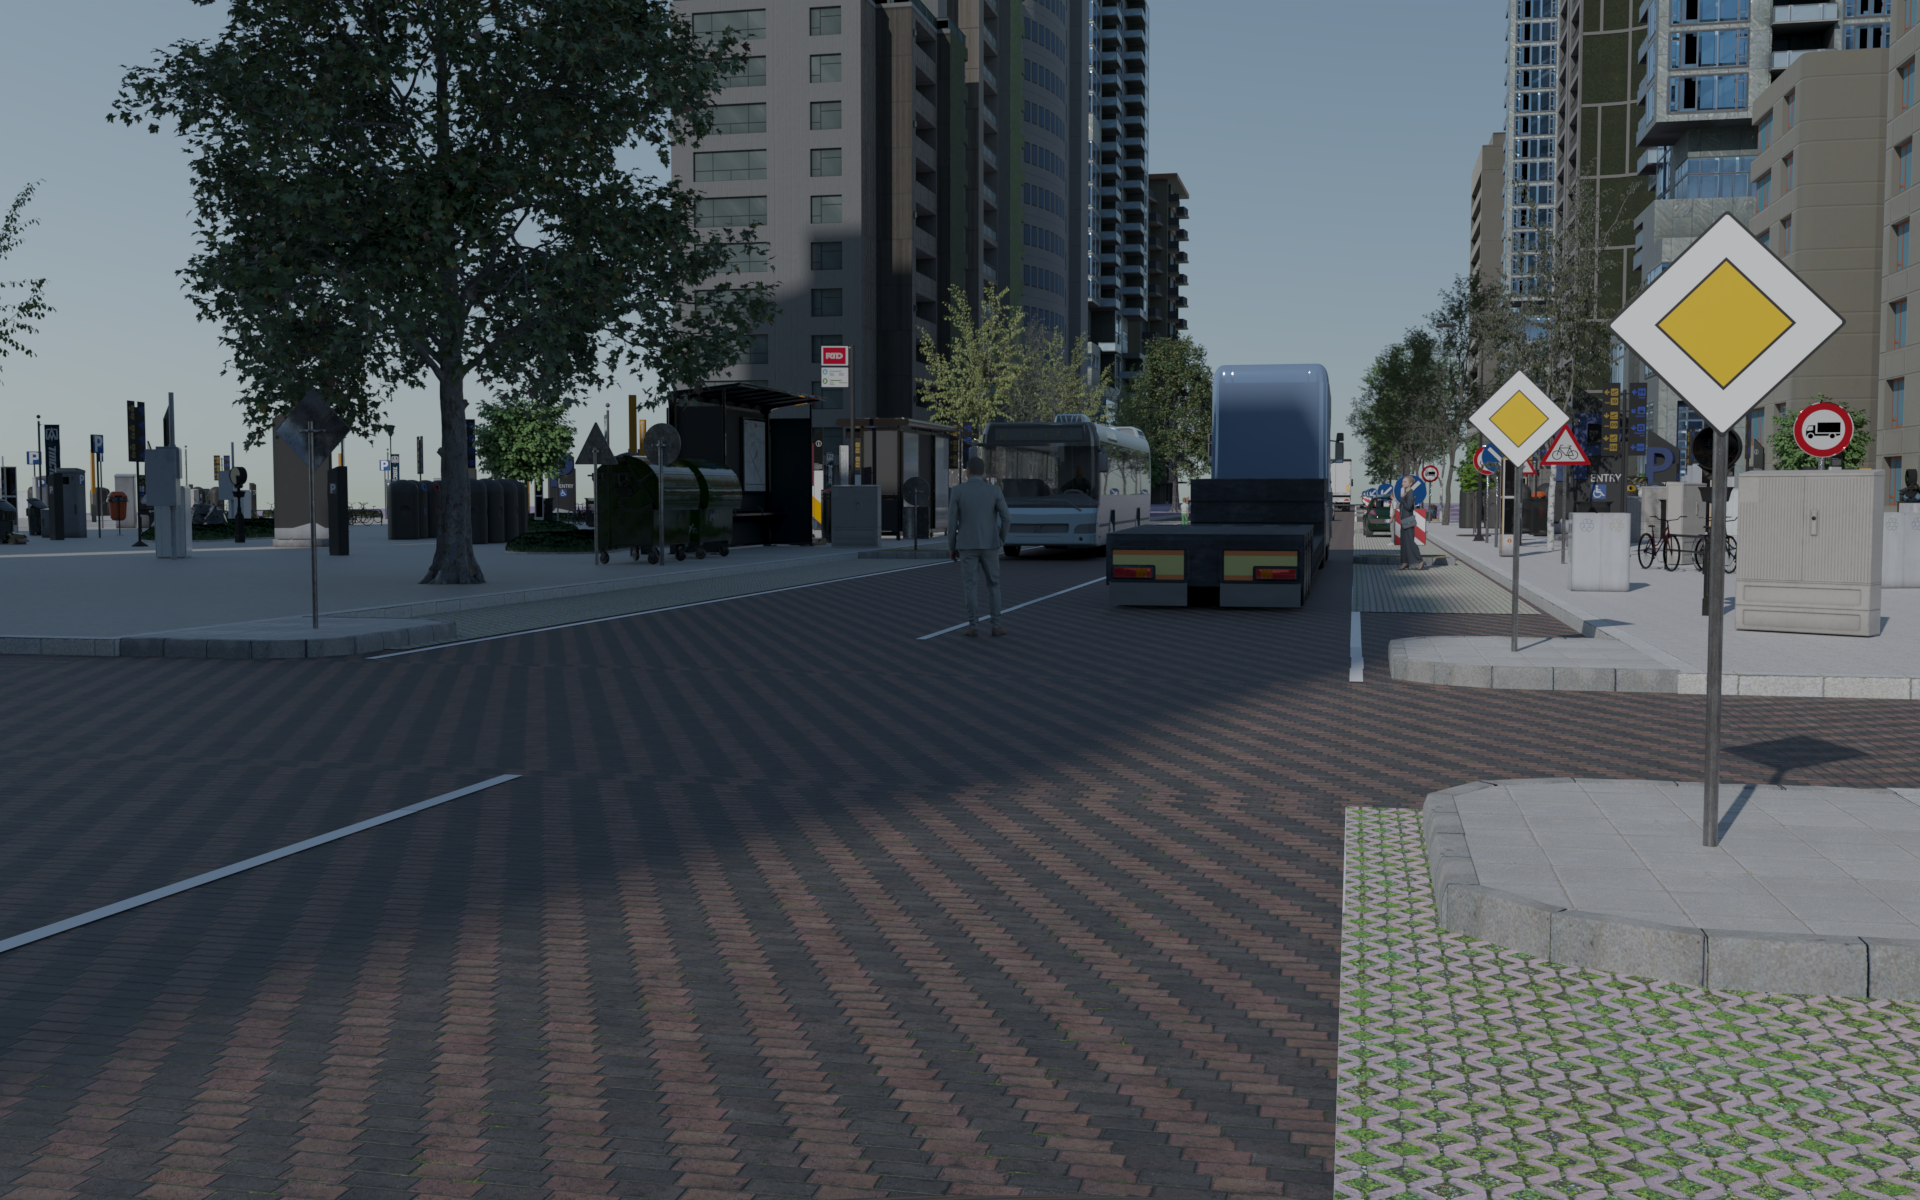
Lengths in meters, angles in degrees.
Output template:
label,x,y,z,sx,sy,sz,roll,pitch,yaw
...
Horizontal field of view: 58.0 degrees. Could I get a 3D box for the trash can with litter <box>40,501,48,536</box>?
label,x,y,z,sx,sy,sz,roll,pitch,yaw
trash can with litter,-28.095,-2.552,53.115,1.055,1.170,0.624,1,4,20

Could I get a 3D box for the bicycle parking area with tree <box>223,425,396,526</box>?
label,x,y,z,sx,sy,sz,roll,pitch,yaw
bicycle parking area with tree,-25.909,-5.267,73.112,9.016,4.147,8.231,-3,5,-45

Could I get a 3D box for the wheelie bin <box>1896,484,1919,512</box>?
label,x,y,z,sx,sy,sz,roll,pitch,yaw
wheelie bin,27.821,-2.613,50.629,0.693,1.594,0.980,0,4,3

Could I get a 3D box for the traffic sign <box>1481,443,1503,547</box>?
label,x,y,z,sx,sy,sz,roll,pitch,yaw
traffic sign,12.902,-2.538,41.600,0.768,2.556,0.104,1,4,20

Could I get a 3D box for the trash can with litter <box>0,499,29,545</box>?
label,x,y,z,sx,sy,sz,roll,pitch,yaw
trash can with litter,-24.227,-2.008,44.221,1.055,1.170,0.624,1,4,22

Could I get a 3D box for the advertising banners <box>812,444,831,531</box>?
label,x,y,z,sx,sy,sz,roll,pitch,yaw
advertising banners,-4.516,-3.868,59.437,2.074,3.025,0.090,1,4,15

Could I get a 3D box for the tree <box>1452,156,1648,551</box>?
label,x,y,z,sx,sy,sz,roll,pitch,yaw
tree,13.277,-5.406,38.743,4.360,8.622,3.978,0,3,0

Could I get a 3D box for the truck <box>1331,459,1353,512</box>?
label,x,y,z,sx,sy,sz,roll,pitch,yaw
truck,31.137,-9.453,143.466,2.839,4.237,11.283,1,4,12

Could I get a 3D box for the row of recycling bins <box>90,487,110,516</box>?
label,x,y,z,sx,sy,sz,roll,pitch,yaw
row of recycling bins,-50.981,-5.844,102.656,1.069,1.692,3.534,-1,4,-22

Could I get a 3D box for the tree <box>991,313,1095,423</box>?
label,x,y,z,sx,sy,sz,roll,pitch,yaw
tree,3.048,-7.329,70.199,4.360,8.622,3.978,0,3,0

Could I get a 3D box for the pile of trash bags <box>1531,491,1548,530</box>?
label,x,y,z,sx,sy,sz,roll,pitch,yaw
pile of trash bags,21.111,-3.143,61.143,1.912,1.369,3.447,3,5,44

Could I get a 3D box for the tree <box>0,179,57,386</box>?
label,x,y,z,sx,sy,sz,roll,pitch,yaw
tree,-18.670,-4.922,30.833,4.737,8.622,4.395,0,3,0

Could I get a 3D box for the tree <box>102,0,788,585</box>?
label,x,y,z,sx,sy,sz,roll,pitch,yaw
tree,-7.309,-6.591,24.772,9.611,12.733,9.660,0,3,0

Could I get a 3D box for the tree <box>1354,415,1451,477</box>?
label,x,y,z,sx,sy,sz,roll,pitch,yaw
tree,44.357,-16.058,172.925,12.009,13.543,11.850,0,3,0

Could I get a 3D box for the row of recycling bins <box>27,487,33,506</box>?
label,x,y,z,sx,sy,sz,roll,pitch,yaw
row of recycling bins,-42.617,-4.520,81.008,1.069,1.692,3.534,0,4,-6

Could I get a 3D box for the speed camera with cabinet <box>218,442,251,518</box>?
label,x,y,z,sx,sy,sz,roll,pitch,yaw
speed camera with cabinet,-27.881,-4.417,66.551,0.660,3.252,2.038,0,4,-5

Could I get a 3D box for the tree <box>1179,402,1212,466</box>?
label,x,y,z,sx,sy,sz,roll,pitch,yaw
tree,24.064,-14.532,163.361,9.928,11.665,9.643,0,3,0

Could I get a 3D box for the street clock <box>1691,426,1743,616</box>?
label,x,y,z,sx,sy,sz,roll,pitch,yaw
street clock,7.944,-0.835,18.222,0.471,2.002,0.358,2,4,31

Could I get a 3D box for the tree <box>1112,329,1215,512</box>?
label,x,y,z,sx,sy,sz,roll,pitch,yaw
tree,15.029,-12.485,121.137,9.611,12.733,9.660,0,3,0

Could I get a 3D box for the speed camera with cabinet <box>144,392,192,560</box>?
label,x,y,z,sx,sy,sz,roll,pitch,yaw
speed camera with cabinet,-15.691,-2.445,34.310,0.660,3.252,2.038,-1,4,-17

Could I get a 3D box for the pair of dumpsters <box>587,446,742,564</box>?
label,x,y,z,sx,sy,sz,roll,pitch,yaw
pair of dumpsters,-5.677,-1.901,33.577,1.574,2.255,4.437,1,4,13

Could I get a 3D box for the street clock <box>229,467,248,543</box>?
label,x,y,z,sx,sy,sz,roll,pitch,yaw
street clock,-19.014,-2.514,45.682,0.471,2.002,0.358,2,4,33

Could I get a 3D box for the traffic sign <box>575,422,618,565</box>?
label,x,y,z,sx,sy,sz,roll,pitch,yaw
traffic sign,-6.578,-1.914,31.293,0.884,2.594,0.081,1,4,19

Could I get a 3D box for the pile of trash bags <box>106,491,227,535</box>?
label,x,y,z,sx,sy,sz,roll,pitch,yaw
pile of trash bags,-25.087,-2.756,54.806,3.447,1.369,1.912,-2,4,-33

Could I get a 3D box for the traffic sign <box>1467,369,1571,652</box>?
label,x,y,z,sx,sy,sz,roll,pitch,yaw
traffic sign,4.510,-0.636,14.039,0.795,2.450,0.064,1,4,13

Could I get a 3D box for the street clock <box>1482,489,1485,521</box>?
label,x,y,z,sx,sy,sz,roll,pitch,yaw
street clock,25.019,-4.799,83.027,0.471,2.002,0.358,-1,4,-10

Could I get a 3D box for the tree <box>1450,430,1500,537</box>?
label,x,y,z,sx,sy,sz,roll,pitch,yaw
tree,15.559,-3.534,52.385,1.663,3.219,1.824,0,3,0

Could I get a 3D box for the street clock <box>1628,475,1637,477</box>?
label,x,y,z,sx,sy,sz,roll,pitch,yaw
street clock,26.197,-3.850,67.517,0.358,2.002,0.471,-2,4,-29

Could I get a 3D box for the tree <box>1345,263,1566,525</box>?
label,x,y,z,sx,sy,sz,roll,pitch,yaw
tree,20.119,-8.322,70.479,8.767,10.594,7.601,-3,4,-38

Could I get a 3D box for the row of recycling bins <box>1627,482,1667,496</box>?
label,x,y,z,sx,sy,sz,roll,pitch,yaw
row of recycling bins,23.360,-3.057,57.095,3.534,1.692,1.069,2,4,26

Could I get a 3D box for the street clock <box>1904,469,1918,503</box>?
label,x,y,z,sx,sy,sz,roll,pitch,yaw
street clock,27.362,-2.770,49.863,0.358,2.002,0.471,1,4,16

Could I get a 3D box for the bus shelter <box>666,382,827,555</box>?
label,x,y,z,sx,sy,sz,roll,pitch,yaw
bus shelter,-4.773,-2.958,39.644,1.731,3.624,6.357,1,4,13

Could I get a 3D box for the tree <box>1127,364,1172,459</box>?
label,x,y,z,sx,sy,sz,roll,pitch,yaw
tree,9.739,-9.077,98.766,4.737,8.622,4.395,0,3,0

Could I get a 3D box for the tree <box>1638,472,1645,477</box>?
label,x,y,z,sx,sy,sz,roll,pitch,yaw
tree,32.637,-5.321,81.594,1.663,3.219,1.824,0,3,0

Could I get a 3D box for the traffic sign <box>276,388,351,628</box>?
label,x,y,z,sx,sy,sz,roll,pitch,yaw
traffic sign,-6.156,-0.786,16.487,0.795,2.450,0.064,1,4,13

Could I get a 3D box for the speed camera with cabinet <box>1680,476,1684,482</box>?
label,x,y,z,sx,sy,sz,roll,pitch,yaw
speed camera with cabinet,29.483,-4.565,68.969,0.660,3.252,2.038,-2,4,-25

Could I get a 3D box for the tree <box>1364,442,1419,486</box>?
label,x,y,z,sx,sy,sz,roll,pitch,yaw
tree,56.653,-18.843,226.203,7.486,12.596,7.792,0,3,0

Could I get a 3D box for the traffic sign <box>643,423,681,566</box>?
label,x,y,z,sx,sy,sz,roll,pitch,yaw
traffic sign,-5.348,-1.890,31.001,0.768,2.556,0.104,1,4,21

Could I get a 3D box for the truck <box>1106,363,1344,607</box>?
label,x,y,z,sx,sy,sz,roll,pitch,yaw
truck,5.107,-2.478,30.278,2.967,4.110,18.799,1,4,13

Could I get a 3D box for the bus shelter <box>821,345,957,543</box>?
label,x,y,z,sx,sy,sz,roll,pitch,yaw
bus shelter,-2.109,-4.377,49.200,2.179,5.291,8.768,1,4,13

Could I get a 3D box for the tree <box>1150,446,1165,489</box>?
label,x,y,z,sx,sy,sz,roll,pitch,yaw
tree,11.028,-7.458,105.658,4.285,4.588,4.351,0,3,0

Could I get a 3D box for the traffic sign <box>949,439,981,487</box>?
label,x,y,z,sx,sy,sz,roll,pitch,yaw
traffic sign,0.576,-4.292,64.039,2.265,3.308,0.079,1,4,17

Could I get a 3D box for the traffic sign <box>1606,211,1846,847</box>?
label,x,y,z,sx,sy,sz,roll,pitch,yaw
traffic sign,2.733,-0.160,6.254,0.795,2.450,0.064,1,4,13

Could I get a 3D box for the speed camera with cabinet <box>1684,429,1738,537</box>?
label,x,y,z,sx,sy,sz,roll,pitch,yaw
speed camera with cabinet,23.238,-3.567,52.651,2.038,3.252,0.660,2,4,32

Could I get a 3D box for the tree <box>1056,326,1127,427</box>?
label,x,y,z,sx,sy,sz,roll,pitch,yaw
tree,4.690,-7.733,76.800,4.737,8.622,4.395,0,3,0

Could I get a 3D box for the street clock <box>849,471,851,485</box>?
label,x,y,z,sx,sy,sz,roll,pitch,yaw
street clock,-3.487,-3.037,54.221,0.358,2.002,0.471,-1,4,-9

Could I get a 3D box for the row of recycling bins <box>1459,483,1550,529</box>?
label,x,y,z,sx,sy,sz,roll,pitch,yaw
row of recycling bins,20.360,-3.497,64.288,3.534,1.692,1.069,1,4,17

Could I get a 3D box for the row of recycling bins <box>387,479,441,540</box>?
label,x,y,z,sx,sy,sz,roll,pitch,yaw
row of recycling bins,-15.634,-2.632,50.138,1.069,1.692,3.534,0,4,5

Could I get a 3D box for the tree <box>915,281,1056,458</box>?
label,x,y,z,sx,sy,sz,roll,pitch,yaw
tree,0.624,-6.660,59.261,4.737,8.622,4.395,0,3,0

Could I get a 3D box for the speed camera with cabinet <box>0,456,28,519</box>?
label,x,y,z,sx,sy,sz,roll,pitch,yaw
speed camera with cabinet,-49.117,-5.874,90.381,2.038,3.252,0.660,0,4,-5

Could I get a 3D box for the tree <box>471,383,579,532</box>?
label,x,y,z,sx,sy,sz,roll,pitch,yaw
tree,-12.578,-4.051,49.948,4.285,4.588,4.351,0,3,0

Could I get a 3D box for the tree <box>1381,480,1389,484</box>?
label,x,y,z,sx,sy,sz,roll,pitch,yaw
tree,52.629,-13.491,215.171,1.663,3.219,1.824,0,3,0

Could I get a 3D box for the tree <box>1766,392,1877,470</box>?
label,x,y,z,sx,sy,sz,roll,pitch,yaw
tree,27.650,-4.398,55.628,4.285,4.588,4.351,0,3,0

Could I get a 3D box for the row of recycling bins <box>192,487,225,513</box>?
label,x,y,z,sx,sy,sz,roll,pitch,yaw
row of recycling bins,-42.066,-5.352,94.625,3.534,1.692,1.069,-1,4,-15

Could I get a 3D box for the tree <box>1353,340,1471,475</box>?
label,x,y,z,sx,sy,sz,roll,pitch,yaw
tree,30.310,-11.648,116.203,9.928,11.665,9.643,0,3,0

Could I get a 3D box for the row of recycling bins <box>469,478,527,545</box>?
label,x,y,z,sx,sy,sz,roll,pitch,yaw
row of recycling bins,-12.315,-2.357,45.642,1.069,1.692,3.534,0,4,7

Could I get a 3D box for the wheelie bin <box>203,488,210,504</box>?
label,x,y,z,sx,sy,sz,roll,pitch,yaw
wheelie bin,-42.552,-5.494,97.738,0.693,1.594,0.980,1,4,12

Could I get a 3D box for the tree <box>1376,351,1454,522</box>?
label,x,y,z,sx,sy,sz,roll,pitch,yaw
tree,22.088,-7.938,80.156,4.360,8.622,3.978,0,3,0
